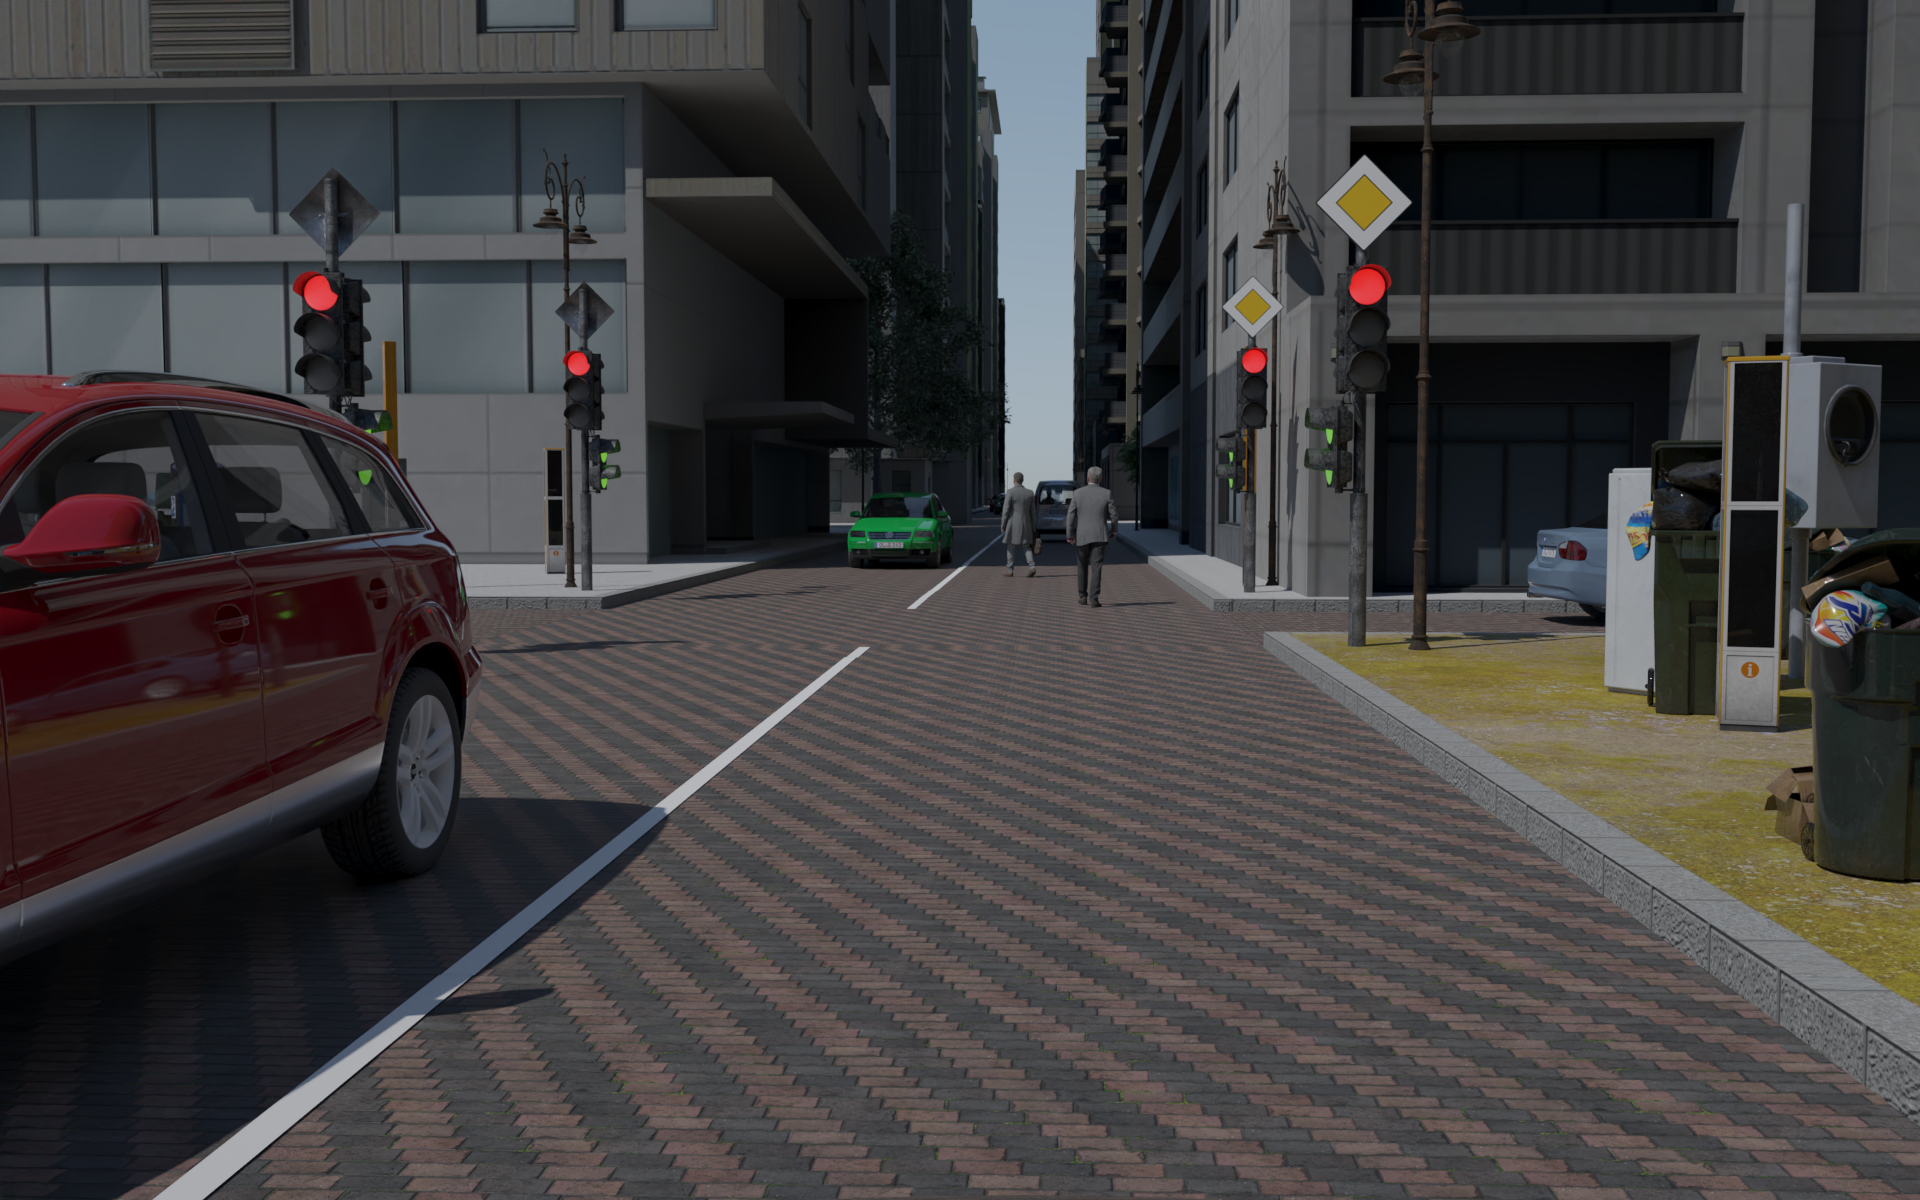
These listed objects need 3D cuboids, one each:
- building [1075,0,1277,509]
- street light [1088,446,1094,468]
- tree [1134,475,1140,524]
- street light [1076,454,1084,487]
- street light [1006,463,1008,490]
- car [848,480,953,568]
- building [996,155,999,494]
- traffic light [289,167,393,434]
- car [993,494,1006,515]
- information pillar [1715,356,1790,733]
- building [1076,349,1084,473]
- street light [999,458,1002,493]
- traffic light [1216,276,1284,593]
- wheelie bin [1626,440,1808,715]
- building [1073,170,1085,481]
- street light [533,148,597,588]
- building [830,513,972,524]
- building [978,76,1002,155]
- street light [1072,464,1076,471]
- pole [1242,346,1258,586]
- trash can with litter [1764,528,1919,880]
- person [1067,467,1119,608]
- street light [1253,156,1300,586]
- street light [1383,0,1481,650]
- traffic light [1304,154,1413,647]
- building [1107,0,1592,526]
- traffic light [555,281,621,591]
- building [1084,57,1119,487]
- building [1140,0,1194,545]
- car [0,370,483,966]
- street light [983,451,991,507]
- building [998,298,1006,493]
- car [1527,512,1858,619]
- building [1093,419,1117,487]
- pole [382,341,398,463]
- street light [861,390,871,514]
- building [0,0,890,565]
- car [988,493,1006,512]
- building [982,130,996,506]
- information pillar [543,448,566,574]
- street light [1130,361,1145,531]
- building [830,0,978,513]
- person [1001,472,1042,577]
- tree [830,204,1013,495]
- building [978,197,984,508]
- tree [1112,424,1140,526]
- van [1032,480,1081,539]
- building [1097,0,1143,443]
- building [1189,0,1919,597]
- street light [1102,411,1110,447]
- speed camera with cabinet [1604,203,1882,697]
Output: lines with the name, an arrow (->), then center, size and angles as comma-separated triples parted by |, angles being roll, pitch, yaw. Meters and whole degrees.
building -> 23.422, -46.249, 194.420 | 20.563, 71.187, 20.611 | 0, 4, 3
street light -> 10.260, -9.970, 135.789 | 0.468, 5.910, 1.993 | 0, 4, 3
tree -> 8.167, -4.816, 73.348 | 1.663, 3.219, 1.824 | 0, 3, 0
street light -> 12.826, -12.922, 184.058 | 0.468, 5.910, 1.993 | 0, 4, 3
street light -> 7.009, -17.330, 256.126 | 0.468, 5.910, 1.993 | 0, 4, 3
car -> -1.155, -1.597, 34.905 | 1.959, 1.807, 4.718 | 0, 4, 5
building -> -2.735, -31.788, 203.321 | 14.154, 41.232, 14.086 | 0, 4, 3
traffic light -> -5.370, -1.592, 14.945 | 0.839, 4.253, 0.868 | 0, 4, 3
car -> 3.403, -6.731, 121.856 | 2.131, 1.459, 4.920 | 0, 4, 4
information pillar -> 4.302, -0.301, 9.413 | 0.304, 2.012, 0.304 | 1, 4, 20
building -> 28.791, -22.958, 220.394 | 27.650, 21.520, 28.899 | 0, 4, 3
street light -> 5.142, -15.096, 219.610 | 0.468, 5.910, 1.993 | 0, 4, 3
traffic light -> 3.756, -2.052, 22.471 | 0.839, 4.253, 0.868 | 0, 4, 3
wheelie bin -> 4.420, -0.137, 10.153 | 0.980, 1.594, 0.693 | 1, 4, 22
building -> 26.823, -37.998, 244.972 | 21.300, 48.544, 21.600 | 0, 4, 3
street light -> -5.355, -3.111, 23.655 | 0.468, 5.910, 1.993 | 0, 4, 3
building -> -6.749, -24.308, 81.031 | 14.154, 41.232, 14.086 | 0, 4, 3
building -> -9.333, -38.830, 224.101 | 28.713, 52.752, 27.495 | 0, 4, 3
street light -> 14.750, -15.135, 220.239 | 0.468, 5.910, 1.993 | 0, 4, 3
pole -> 4.009, -1.841, 23.942 | 0.158, 3.312, 0.155 | 0, 3, 0
trash can with litter -> 3.130, 0.323, 6.108 | 0.624, 1.170, 1.055 | 0, 4, 5
person -> 1.694, -0.813, 22.190 | 0.661, 1.777, 0.834 | 0, 4, 2
street light -> 4.382, -3.142, 24.152 | 0.468, 5.910, 1.993 | 0, 4, 3
street light -> 3.790, -2.527, 14.108 | 0.468, 5.910, 1.993 | 0, 4, 3
traffic light -> 3.330, -1.564, 14.497 | 0.839, 4.253, 0.868 | 0, 4, 3
building -> 17.655, -39.577, 85.335 | 20.563, 71.187, 20.611 | 0, 4, 3
traffic light -> -4.944, -2.079, 22.918 | 0.839, 4.253, 0.868 | 0, 4, 3
building -> 18.925, -29.480, 165.588 | 14.154, 41.232, 14.086 | 0, 4, 3
building -> 16.786, -26.206, 52.176 | 21.300, 48.544, 21.600 | 0, 4, 3
car -> -3.105, 0.219, 5.093 | 2.281, 1.827, 5.304 | 0, 4, 4
street light -> 2.594, -12.238, 172.872 | 0.468, 5.910, 1.993 | 0, 4, 3
building -> -0.762, -28.994, 245.752 | 14.160, 30.474, 14.107 | 0, 4, 3
car -> 8.670, -0.439, 19.182 | 4.499, 1.417, 2.014 | 0, 4, 3
building -> 22.579, -50.692, 141.478 | 22.319, 86.520, 31.000 | 0, 4, 3
pole -> -7.620, -1.797, 23.216 | 0.158, 3.312, 0.155 | 0, 3, 0
street light -> -3.363, -5.329, 59.916 | 0.468, 5.910, 1.993 | 0, 4, 3
building -> -16.098, -27.734, 42.685 | 28.713, 52.752, 27.495 | 0, 4, 3
car -> 3.304, -7.889, 138.027 | 2.155, 1.783, 4.494 | 0, 4, 4
building -> -3.662, -30.922, 189.174 | 14.154, 41.232, 14.086 | 0, 4, 3
information pillar -> -6.513, -1.427, 27.820 | 0.304, 2.012, 0.304 | -1, 4, -19
street light -> 6.171, -5.355, 60.340 | 0.468, 5.910, 1.993 | 0, 4, 3
building -> -5.754, -28.348, 147.087 | 14.154, 41.232, 14.086 | 0, 4, 3
person -> 1.022, -1.299, 29.847 | 0.694, 1.812, 0.767 | -2, 4, -26
tree -> -3.180, -9.211, 67.607 | 9.611, 12.733, 9.660 | 0, 3, 0
building -> -5.046, -23.879, 162.122 | 14.160, 30.474, 14.107 | 0, 4, 3
tree -> 7.721, -5.216, 69.003 | 4.285, 4.588, 4.351 | 0, 3, 0
van -> 3.016, -2.808, 52.922 | 2.013, 2.044, 4.112 | 0, 4, 3
building -> 20.225, -28.014, 112.648 | 22.147, 44.769, 28.867 | 0, 4, 3
building -> 15.156, -36.133, 29.023 | 20.611, 71.187, 20.563 | 0, 4, 3
street light -> 8.387, -7.745, 99.418 | 0.468, 5.910, 1.993 | 0, 4, 3
speed camera with cabinet -> 5.197, -1.045, 11.416 | 2.038, 3.252, 0.660 | -2, 4, -29
